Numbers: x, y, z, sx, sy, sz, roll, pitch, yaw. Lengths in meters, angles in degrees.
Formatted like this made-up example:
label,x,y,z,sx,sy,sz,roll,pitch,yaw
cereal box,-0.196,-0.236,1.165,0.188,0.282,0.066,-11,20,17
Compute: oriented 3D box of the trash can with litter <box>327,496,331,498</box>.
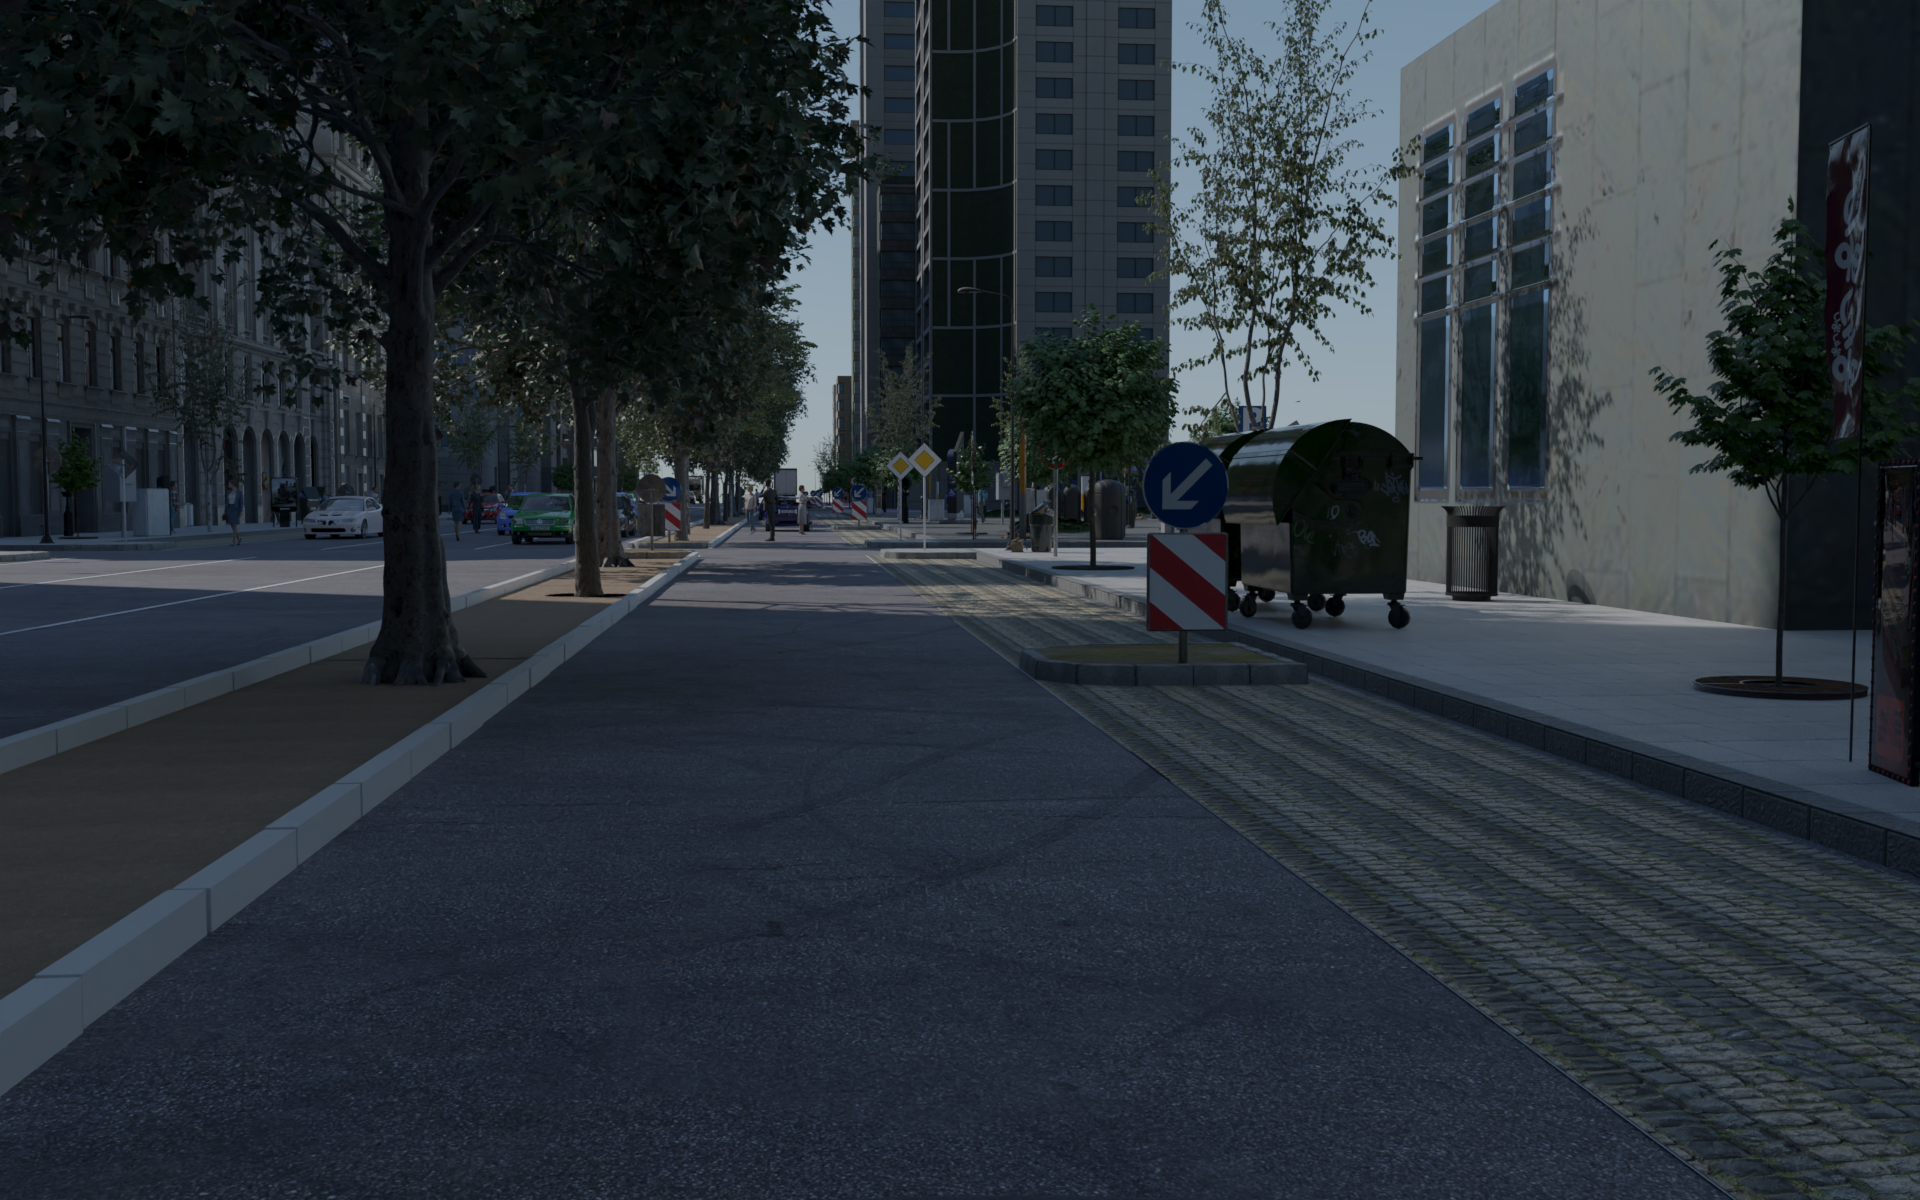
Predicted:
label,x,y,z,sx,sy,sz,roll,pitch,yaw
trash can with litter,-29.555,-4.338,82.312,1.055,1.170,0.624,-1,4,-10

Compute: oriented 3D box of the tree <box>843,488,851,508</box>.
label,x,y,z,sx,sy,sz,roll,pitch,yaw
tree,-10.617,-10.437,165.239,1.663,3.219,1.824,0,3,0

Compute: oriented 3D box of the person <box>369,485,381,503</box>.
label,x,y,z,sx,sy,sz,roll,pitch,yaw
person,-29.767,-4.971,87.984,0.731,1.740,0.598,1,4,9

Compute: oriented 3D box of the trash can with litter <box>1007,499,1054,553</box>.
label,x,y,z,sx,sy,sz,roll,pitch,yaw
trash can with litter,1.550,-1.632,38.075,1.055,1.170,0.624,0,4,1

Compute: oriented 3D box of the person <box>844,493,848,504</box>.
label,x,y,z,sx,sy,sz,roll,pitch,yaw
person,-15.355,-13.718,233.521,0.799,1.438,0.628,3,5,45

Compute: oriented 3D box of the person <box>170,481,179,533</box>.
label,x,y,z,sx,sy,sz,roll,pitch,yaw
person,-25.889,-3.057,56.857,0.563,1.720,0.643,3,4,39

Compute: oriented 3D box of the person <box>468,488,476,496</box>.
label,x,y,z,sx,sy,sz,roll,pitch,yaw
person,-24.280,-4.777,86.849,0.600,1.795,0.529,1,4,14

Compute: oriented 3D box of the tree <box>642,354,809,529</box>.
label,x,y,z,sx,sy,sz,roll,pitch,yaw
tree,-10.380,-8.159,70.267,8.767,10.594,7.601,0,4,-6

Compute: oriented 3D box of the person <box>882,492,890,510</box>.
label,x,y,z,sx,sy,sz,roll,pitch,yaw
person,-6.092,-8.107,138.524,0.705,1.831,1.348,2,4,35

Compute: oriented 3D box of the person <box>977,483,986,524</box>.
label,x,y,z,sx,sy,sz,roll,pitch,yaw
person,0.913,-4.103,73.464,0.444,1.785,0.601,0,4,-6

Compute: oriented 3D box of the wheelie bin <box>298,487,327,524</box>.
label,x,y,z,sx,sy,sz,roll,pitch,yaw
wheelie bin,-27.879,-4.051,74.138,0.693,1.594,0.980,3,4,38

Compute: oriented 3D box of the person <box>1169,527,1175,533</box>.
label,x,y,z,sx,sy,sz,roll,pitch,yaw
person,6.527,-2.843,52.870,0.721,1.781,0.623,-1,4,-20

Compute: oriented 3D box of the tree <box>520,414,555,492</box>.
label,x,y,z,sx,sy,sz,roll,pitch,yaw
tree,-32.415,-10.933,129.116,4.737,8.622,4.395,0,3,0

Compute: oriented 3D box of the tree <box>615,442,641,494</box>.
label,x,y,z,sx,sy,sz,roll,pitch,yaw
tree,-42.052,-16.462,219.513,4.737,8.622,4.395,0,3,0

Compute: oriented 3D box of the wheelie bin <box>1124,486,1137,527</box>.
label,x,y,z,sx,sy,sz,roll,pitch,yaw
wheelie bin,6.489,-3.658,67.719,0.693,1.594,0.980,-2,4,-35

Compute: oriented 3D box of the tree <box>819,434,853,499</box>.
label,x,y,z,sx,sy,sz,roll,pitch,yaw
tree,-14.672,-15.582,205.127,4.737,8.622,4.395,0,3,0

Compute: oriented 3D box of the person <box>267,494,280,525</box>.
label,x,y,z,sx,sy,sz,roll,pitch,yaw
person,-28.627,-4.034,72.486,0.782,1.767,0.515,0,4,-5

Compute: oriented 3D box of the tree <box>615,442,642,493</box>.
label,x,y,z,sx,sy,sz,roll,pitch,yaw
tree,-40.697,-15.704,207.115,4.360,8.622,3.978,0,3,0

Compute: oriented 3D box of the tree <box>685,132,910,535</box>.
label,x,y,z,sx,sy,sz,roll,pitch,yaw
tree,-8.383,-12.301,59.466,12.611,20.169,13.585,0,3,0

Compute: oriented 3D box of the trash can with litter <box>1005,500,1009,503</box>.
label,x,y,z,sx,sy,sz,roll,pitch,yaw
trash can with litter,3.285,-6.604,119.035,1.678,1.210,2.233,-1,4,-17

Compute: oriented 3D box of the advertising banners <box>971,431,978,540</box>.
label,x,y,z,sx,sy,sz,roll,pitch,yaw
advertising banners,0.398,-3.233,49.044,0.090,3.025,2.074,0,4,4

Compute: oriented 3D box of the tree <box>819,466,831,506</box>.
label,x,y,z,sx,sy,sz,roll,pitch,yaw
tree,-8.859,-10.096,148.786,4.285,4.588,4.351,0,3,0

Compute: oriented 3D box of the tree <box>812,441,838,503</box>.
label,x,y,z,sx,sy,sz,roll,pitch,yaw
tree,-18.581,-17.624,238.515,4.360,8.622,3.978,0,3,0

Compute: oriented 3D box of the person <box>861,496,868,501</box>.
label,x,y,z,sx,sy,sz,roll,pitch,yaw
person,-7.707,-8.016,137.108,0.705,1.823,1.348,-3,5,-44

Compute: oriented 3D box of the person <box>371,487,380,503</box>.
label,x,y,z,sx,sy,sz,roll,pitch,yaw
person,-25.111,-4.009,74.614,0.524,1.755,0.480,1,4,13

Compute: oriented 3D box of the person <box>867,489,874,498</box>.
label,x,y,z,sx,sy,sz,roll,pitch,yaw
person,-7.024,-7.919,135.507,1.348,1.826,0.705,1,4,12

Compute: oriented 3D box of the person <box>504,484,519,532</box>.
label,x,y,z,sx,sy,sz,roll,pitch,yaw
person,-16.848,-3.457,65.204,0.592,1.802,0.473,3,5,43

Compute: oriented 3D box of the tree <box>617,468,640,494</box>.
label,x,y,z,sx,sy,sz,roll,pitch,yaw
tree,-41.297,-14.167,215.346,4.285,4.588,4.351,0,3,0

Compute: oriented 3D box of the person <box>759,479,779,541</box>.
label,x,y,z,sx,sy,sz,roll,pitch,yaw
person,-5.817,-2.736,52.590,0.474,1.900,0.648,1,4,17

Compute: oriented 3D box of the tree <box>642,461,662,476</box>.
label,x,y,z,sx,sy,sz,roll,pitch,yaw
tree,-44.240,-18.006,244.752,4.360,8.622,3.978,0,3,0

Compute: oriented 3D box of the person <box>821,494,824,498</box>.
label,x,y,z,sx,sy,sz,roll,pitch,yaw
person,-20.261,-14.991,251.666,1.217,1.766,0.721,0,4,6

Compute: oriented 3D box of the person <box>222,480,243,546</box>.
label,x,y,z,sx,sy,sz,roll,pitch,yaw
person,-20.163,-2.426,48.192,0.581,1.822,0.654,1,4,20

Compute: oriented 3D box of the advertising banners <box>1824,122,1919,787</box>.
label,x,y,z,sx,sy,sz,roll,pitch,yaw
advertising banners,4.209,-0.704,7.701,0.090,3.025,2.074,0,4,7

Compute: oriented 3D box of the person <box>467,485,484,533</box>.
label,x,y,z,sx,sy,sz,roll,pitch,yaw
person,-17.684,-3.324,63.269,0.534,1.772,0.576,2,4,25

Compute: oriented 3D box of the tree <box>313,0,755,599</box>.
label,x,y,z,sx,sy,sz,roll,pitch,yaw
tree,-5.287,-5.848,23.827,9.928,11.665,9.643,0,3,0

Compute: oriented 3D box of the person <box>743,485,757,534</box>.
label,x,y,z,sx,sy,sz,roll,pitch,yaw
person,-7.455,-3.216,61.755,0.731,1.740,0.598,2,4,31

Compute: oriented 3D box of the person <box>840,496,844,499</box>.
label,x,y,z,sx,sy,sz,roll,pitch,yaw
person,-10.868,-9.227,158.380,0.415,1.643,0.593,-1,4,-22

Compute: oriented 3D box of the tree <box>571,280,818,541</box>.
label,x,y,z,sx,sy,sz,roll,pitch,yaw
tree,-7.964,-7.888,49.558,7.486,12.596,7.792,0,3,0

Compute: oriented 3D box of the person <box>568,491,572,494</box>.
label,x,y,z,sx,sy,sz,roll,pitch,yaw
person,-25.001,-6.160,111.023,0.330,1.601,0.589,-2,4,-28

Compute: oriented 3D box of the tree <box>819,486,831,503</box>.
label,x,y,z,sx,sy,sz,roll,pitch,yaw
tree,-20.007,-15.871,254.098,1.663,3.219,1.824,0,3,0

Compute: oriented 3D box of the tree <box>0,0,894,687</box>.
label,x,y,z,sx,sy,sz,roll,pitch,yaw
tree,-4.159,-5.710,12.817,9.611,12.733,9.660,0,3,0

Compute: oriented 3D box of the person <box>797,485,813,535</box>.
label,x,y,z,sx,sy,sz,roll,pitch,yaw
person,-5.492,-3.191,61.250,0.524,1.755,0.480,-1,4,-19

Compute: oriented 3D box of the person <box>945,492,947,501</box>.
label,x,y,z,sx,sy,sz,roll,pitch,yaw
person,-0.897,-7.458,131.211,0.421,1.427,0.697,-2,4,-23

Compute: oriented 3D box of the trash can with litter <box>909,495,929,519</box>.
label,x,y,z,sx,sy,sz,roll,pitch,yaw
trash can with litter,-2.090,-4.726,88.334,1.678,1.210,2.233,1,4,23

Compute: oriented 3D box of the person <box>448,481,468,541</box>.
label,x,y,z,sx,sy,sz,roll,pitch,yaw
person,-15.421,-2.723,53.052,0.581,1.822,0.654,0,4,5

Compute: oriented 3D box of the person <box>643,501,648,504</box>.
label,x,y,z,sx,sy,sz,roll,pitch,yaw
person,-12.614,-3.407,69.213,0.382,1.210,0.505,1,4,21

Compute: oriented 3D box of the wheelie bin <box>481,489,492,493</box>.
label,x,y,z,sx,sy,sz,roll,pitch,yaw
wheelie bin,-31.090,-6.483,113.899,0.980,1.594,0.693,0,4,5

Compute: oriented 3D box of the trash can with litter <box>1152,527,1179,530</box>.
label,x,y,z,sx,sy,sz,roll,pitch,yaw
trash can with litter,7.635,-3.138,62.368,1.678,1.210,2.233,1,4,15

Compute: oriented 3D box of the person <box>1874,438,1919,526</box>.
label,x,y,z,sx,sy,sz,roll,pitch,yaw
person,7.463,-0.406,13.516,0.643,1.720,0.563,1,4,18

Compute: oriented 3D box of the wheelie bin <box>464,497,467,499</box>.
label,x,y,z,sx,sy,sz,roll,pitch,yaw
wheelie bin,-30.231,-5.985,105.769,0.693,1.594,0.980,-1,4,-9

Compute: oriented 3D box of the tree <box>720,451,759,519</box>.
label,x,y,z,sx,sy,sz,roll,pitch,yaw
tree,-13.269,-9.017,100.243,4.360,8.622,3.978,0,3,0

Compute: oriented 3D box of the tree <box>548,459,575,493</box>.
label,x,y,z,sx,sy,sz,roll,pitch,yaw
tree,-37.383,-11.156,166.109,4.285,4.588,4.351,0,3,0
